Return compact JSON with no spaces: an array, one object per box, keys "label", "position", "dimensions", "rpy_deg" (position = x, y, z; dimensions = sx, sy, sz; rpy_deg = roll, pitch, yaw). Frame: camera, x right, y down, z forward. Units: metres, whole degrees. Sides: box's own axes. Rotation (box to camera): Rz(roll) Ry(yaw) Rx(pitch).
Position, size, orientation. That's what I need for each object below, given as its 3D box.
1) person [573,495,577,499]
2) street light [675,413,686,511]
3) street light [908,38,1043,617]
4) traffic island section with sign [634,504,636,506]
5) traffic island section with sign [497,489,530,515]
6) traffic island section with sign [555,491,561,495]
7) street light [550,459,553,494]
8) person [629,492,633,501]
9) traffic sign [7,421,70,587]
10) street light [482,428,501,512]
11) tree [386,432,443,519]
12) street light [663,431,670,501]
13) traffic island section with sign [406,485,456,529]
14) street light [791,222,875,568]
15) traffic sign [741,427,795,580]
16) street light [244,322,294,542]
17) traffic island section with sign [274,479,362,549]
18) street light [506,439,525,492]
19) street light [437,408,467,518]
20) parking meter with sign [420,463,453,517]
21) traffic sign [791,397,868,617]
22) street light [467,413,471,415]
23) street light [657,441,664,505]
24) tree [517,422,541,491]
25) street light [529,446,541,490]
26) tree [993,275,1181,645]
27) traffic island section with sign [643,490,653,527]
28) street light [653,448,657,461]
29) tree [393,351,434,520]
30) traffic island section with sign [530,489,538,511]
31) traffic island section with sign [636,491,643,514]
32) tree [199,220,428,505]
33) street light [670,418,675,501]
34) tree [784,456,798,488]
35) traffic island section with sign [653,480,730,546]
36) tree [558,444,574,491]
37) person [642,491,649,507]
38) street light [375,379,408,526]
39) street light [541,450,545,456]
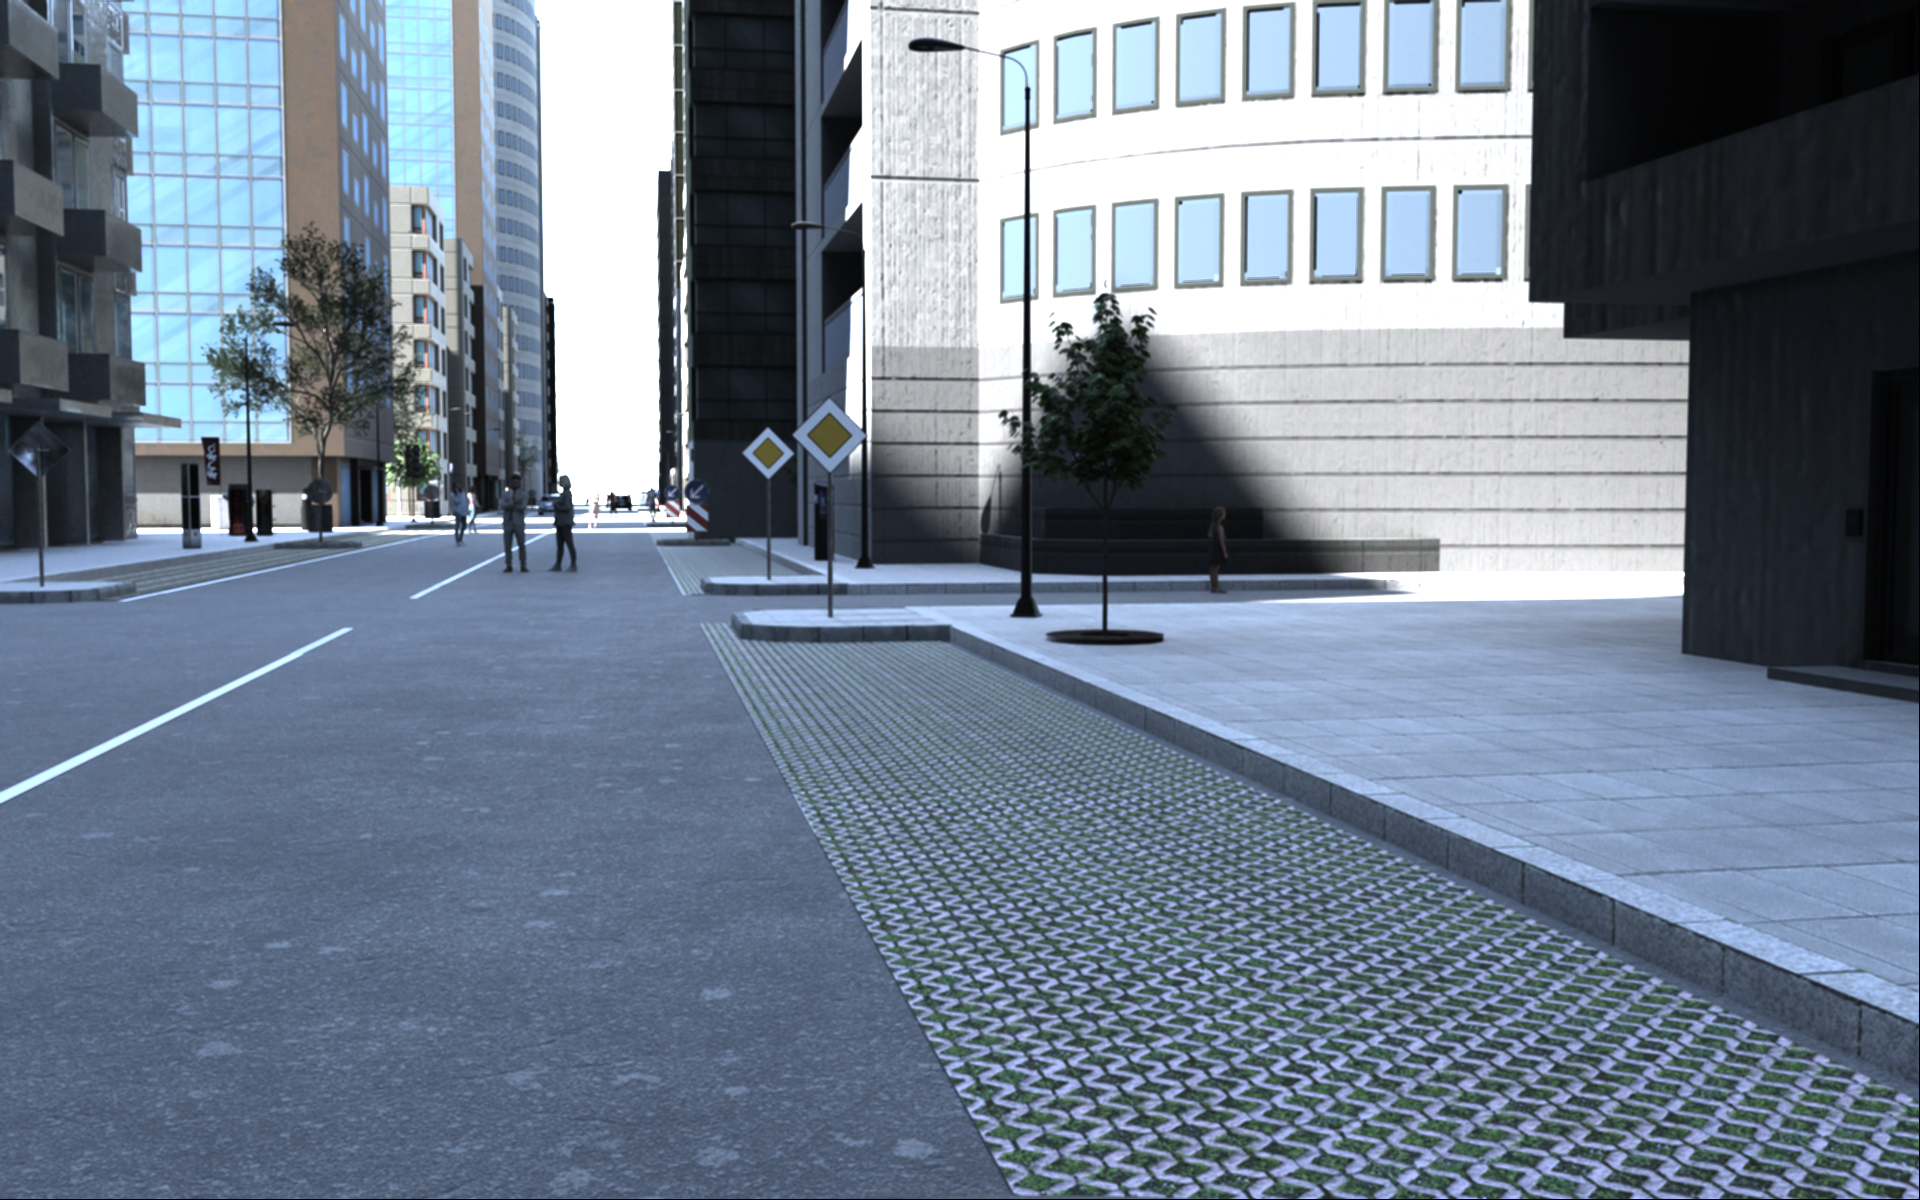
[{"label":"person","position":[-33.543,-8.548,149.084],"dimensions":[1.217,1.723,0.721],"rpy_deg":[-2,4,-24]},{"label":"street light","position":[-15.502,-7.788,99.876],"dimensions":[1.470,5.913,1.316],"rpy_deg":[-1,4,-11]},{"label":"street light","position":[0.164,-2.775,17.908],"dimensions":[1.470,5.913,1.316],"rpy_deg":[-1,4,-11]},{"label":"traffic island section with sign","position":[-27.060,-8.683,150.588],"dimensions":[1.989,1.847,2.006],"rpy_deg":[-1,4,-11]},{"label":"traffic island section with sign","position":[-31.547,-6.938,122.070],"dimensions":[1.989,1.847,2.006],"rpy_deg":[-1,4,-11]},{"label":"traffic island section with sign","position":[-47.130,-11.910,203.352],"dimensions":[1.989,1.847,2.006],"rpy_deg":[-1,4,-11]},{"label":"street light","position":[-48.575,-14.110,203.233],"dimensions":[1.470,5.913,1.316],"rpy_deg":[-1,4,-11]},{"label":"person","position":[-45.577,-14.067,239.433],"dimensions":[0.756,1.711,0.436],"rpy_deg":[1,4,17]},{"label":"traffic sign","position":[-12.725,-1.242,23.954],"dimensions":[0.795,2.450,0.064],"rpy_deg":[-1,4,-11]},{"label":"street light","position":[-33.174,-9.175,122.553],"dimensions":[1.470,5.913,1.316],"rpy_deg":[-1,4,-11]},{"label":"tree","position":[-28.355,-6.445,89.085],"dimensions":[4.285,4.588,4.351],"rpy_deg":[0,3,0]},{"label":"street light","position":[-20.975,-9.520,128.186],"dimensions":[1.470,5.913,1.316],"rpy_deg":[-1,4,-11]},{"label":"traffic island section with sign","position":[-22.023,-3.898,72.358],"dimensions":[1.989,1.847,2.006],"rpy_deg":[-1,4,-11]},{"label":"street light","position":[-2.184,-3.502,29.795],"dimensions":[1.470,5.913,1.316],"rpy_deg":[-1,4,-11]},{"label":"traffic sign","position":[-2.855,-1.356,25.817],"dimensions":[0.795,2.450,0.064],"rpy_deg":[-1,4,-11]},{"label":"street light","position":[-18.634,-4.538,46.741],"dimensions":[1.470,5.913,1.316],"rpy_deg":[-1,4,-11]},{"label":"traffic island section with sign","position":[-16.964,-2.278,45.880],"dimensions":[1.989,1.847,2.006],"rpy_deg":[-1,4,-11]},{"label":"street light","position":[-37.487,-10.575,145.440],"dimensions":[1.470,5.913,1.316],"rpy_deg":[-1,4,-11]},{"label":"street light","position":[-27.680,-7.412,93.724],"dimensions":[1.470,5.913,1.316],"rpy_deg":[-1,4,-11]},{"label":"parking meter with sign","position":[-29.403,-6.175,97.218],"dimensions":[1.738,3.016,0.543],"rpy_deg":[0,4,3]},{"label":"traffic sign","position":[-1.353,-0.877,17.974],"dimensions":[0.795,2.450,0.064],"rpy_deg":[-1,4,-11]},{"label":"street light","position":[-28.681,-7.745,99.172],"dimensions":[1.470,5.913,1.316],"rpy_deg":[-1,4,-11]},{"label":"street light","position":[-25.533,-10.958,151.708],"dimensions":[1.470,5.913,1.316],"rpy_deg":[-1,4,-11]},{"label":"tree","position":[-43.723,-13.527,171.527],"dimensions":[4.360,8.622,3.978],"rpy_deg":[0,3,0]},{"label":"street light","position":[-41.998,-12.016,168.995],"dimensions":[1.470,5.913,1.316],"rpy_deg":[-1,4,-11]},{"label":"tree","position":[1.366,-1.262,15.239],"dimensions":[1.663,3.219,1.824],"rpy_deg":[0,3,0]},{"label":"traffic island section with sign","position":[-12.531,-4.045,74.758],"dimensions":[1.989,1.847,2.006],"rpy_deg":[-1,4,-11]},{"label":"street light","position":[-31.877,-13.026,185.517],"dimensions":[1.470,5.913,1.316],"rpy_deg":[-1,4,-11]},{"label":"tree","position":[-27.445,-8.186,84.197],"dimensions":[4.360,8.622,3.978],"rpy_deg":[0,3,0]},{"label":"traffic island section with sign","position":[-36.667,-8.571,148.764],"dimensions":[1.989,1.847,2.006],"rpy_deg":[-1,4,-11]},{"label":"traffic island section with sign","position":[-21.995,-7.062,124.097],"dimensions":[1.989,1.847,2.006],"rpy_deg":[-1,4,-11]},{"label":"tree","position":[-22.428,-7.683,60.028],"dimensions":[8.767,10.594,7.601],"rpy_deg":[0,4,6]},{"label":"street light","position":[-16.611,-8.100,104.976],"dimensions":[1.470,5.913,1.316],"rpy_deg":[-1,4,-11]},{"label":"tree","position":[-3.926,-3.337,49.161],"dimensions":[1.663,3.219,1.824],"rpy_deg":[0,3,0]},{"label":"traffic island section with sign","position":[-7.464,-2.425,48.281],"dimensions":[1.989,1.847,2.006],"rpy_deg":[-1,4,-11]},{"label":"tree","position":[-58.989,-18.610,254.636],"dimensions":[4.360,8.622,3.978],"rpy_deg":[0,3,0]},{"label":"person","position":[-33.370,-10.790,185.016],"dimensions":[1.348,1.812,0.705],"rpy_deg":[1,4,20]},{"label":"street light","position":[-22.827,-5.939,69.651],"dimensions":[1.470,5.913,1.316],"rpy_deg":[-1,4,-11]},{"label":"street light","position":[-44.188,-12.711,180.360],"dimensions":[1.470,5.913,1.316],"rpy_deg":[-1,4,-11]}]
